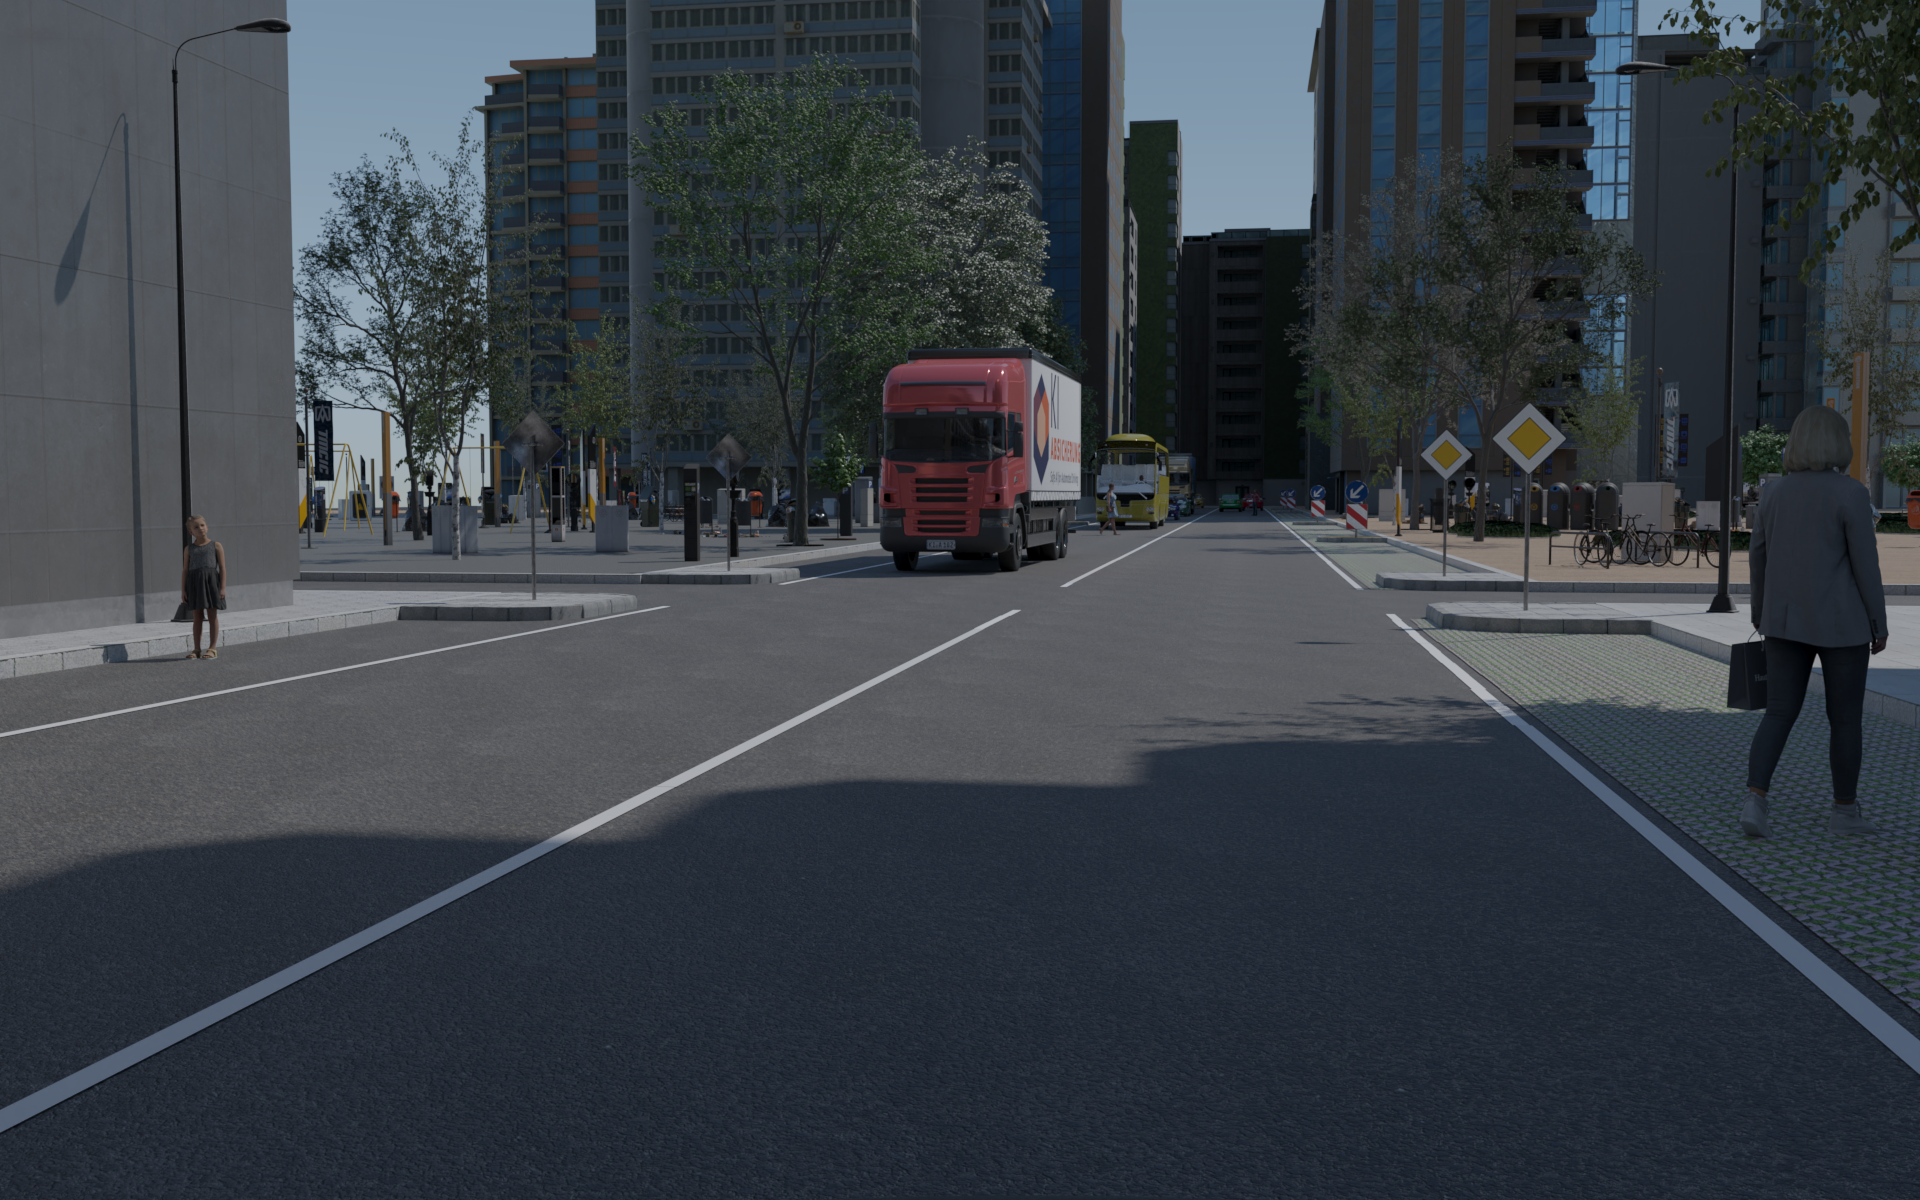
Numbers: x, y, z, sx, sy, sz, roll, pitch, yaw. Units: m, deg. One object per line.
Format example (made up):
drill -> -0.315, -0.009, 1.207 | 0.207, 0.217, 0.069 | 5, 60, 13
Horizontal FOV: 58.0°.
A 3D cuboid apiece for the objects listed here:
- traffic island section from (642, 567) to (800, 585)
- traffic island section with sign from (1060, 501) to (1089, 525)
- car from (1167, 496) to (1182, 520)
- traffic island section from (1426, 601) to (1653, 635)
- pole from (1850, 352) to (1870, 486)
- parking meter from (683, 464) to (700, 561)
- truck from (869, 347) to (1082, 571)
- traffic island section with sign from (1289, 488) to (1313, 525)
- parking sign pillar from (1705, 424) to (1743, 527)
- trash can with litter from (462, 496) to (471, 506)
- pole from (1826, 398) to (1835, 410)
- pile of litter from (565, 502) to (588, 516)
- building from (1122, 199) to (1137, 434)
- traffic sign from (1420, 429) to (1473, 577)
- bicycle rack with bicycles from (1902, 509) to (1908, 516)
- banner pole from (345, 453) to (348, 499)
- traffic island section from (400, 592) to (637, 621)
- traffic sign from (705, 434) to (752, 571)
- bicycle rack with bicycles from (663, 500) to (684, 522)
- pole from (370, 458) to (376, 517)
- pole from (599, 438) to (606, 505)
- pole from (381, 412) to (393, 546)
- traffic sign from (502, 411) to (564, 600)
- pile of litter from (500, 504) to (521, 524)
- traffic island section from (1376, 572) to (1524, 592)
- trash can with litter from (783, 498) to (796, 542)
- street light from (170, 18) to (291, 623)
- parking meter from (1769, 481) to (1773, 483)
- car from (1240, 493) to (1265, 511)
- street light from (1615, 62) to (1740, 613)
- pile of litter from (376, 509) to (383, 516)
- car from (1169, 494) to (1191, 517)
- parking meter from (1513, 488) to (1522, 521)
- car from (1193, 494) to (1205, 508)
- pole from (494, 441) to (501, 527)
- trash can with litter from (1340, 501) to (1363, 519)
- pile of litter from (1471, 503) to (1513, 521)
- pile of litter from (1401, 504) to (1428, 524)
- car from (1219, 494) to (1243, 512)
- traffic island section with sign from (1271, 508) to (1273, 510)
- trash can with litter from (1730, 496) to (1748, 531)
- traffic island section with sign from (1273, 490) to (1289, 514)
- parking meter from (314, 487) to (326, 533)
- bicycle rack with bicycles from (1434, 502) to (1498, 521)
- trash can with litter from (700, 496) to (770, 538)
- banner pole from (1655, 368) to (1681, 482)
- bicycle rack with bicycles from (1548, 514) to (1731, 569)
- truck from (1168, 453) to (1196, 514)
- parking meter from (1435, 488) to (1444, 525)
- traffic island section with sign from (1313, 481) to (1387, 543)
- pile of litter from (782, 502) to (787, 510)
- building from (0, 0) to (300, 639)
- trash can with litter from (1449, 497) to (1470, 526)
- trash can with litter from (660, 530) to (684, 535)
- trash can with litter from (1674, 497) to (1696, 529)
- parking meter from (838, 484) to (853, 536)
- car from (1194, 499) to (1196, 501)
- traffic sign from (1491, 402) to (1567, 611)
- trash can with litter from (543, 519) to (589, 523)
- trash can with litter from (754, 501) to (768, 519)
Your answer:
traffic island section -> -3.874, -0.403, 28.866 | 2.009, 0.180, 2.903 | 1, 4, 9
traffic island section with sign -> 4.943, -4.365, 79.998 | 1.989, 1.847, 2.006 | 1, 4, 9
car -> 11.255, -5.078, 95.604 | 1.945, 1.354, 3.894 | 1, 4, 8
traffic island section -> 6.254, 0.195, 19.094 | 2.009, 0.180, 2.903 | 1, 4, 9
pole -> 13.006, -1.911, 25.080 | 0.158, 3.312, 0.155 | 0, 3, 0
parking meter -> -5.118, -1.673, 33.058 | 0.255, 1.863, 0.399 | 0, 4, 1
truck -> 0.601, -2.855, 35.597 | 2.839, 4.237, 11.283 | 1, 4, 11
traffic island section with sign -> 16.286, -4.334, 79.492 | 1.989, 1.847, 2.006 | 1, 4, 9
parking sign pillar -> 29.817, -4.840, 67.612 | 1.447, 3.967, 1.447 | -3, 4, -37
trash can with litter -> -25.968, -4.805, 89.621 | 2.233, 1.210, 1.678 | -2, 4, -34
pole -> 18.529, -2.637, 36.951 | 0.158, 3.312, 0.155 | 0, 3, 0
pile of litter -> -22.753, -5.393, 102.134 | 1.719, 0.858, 1.176 | 0, 4, -5
building -> 10.429, -24.519, 172.593 | 14.107, 30.474, 14.160 | 1, 4, 9
traffic sign -> 7.536, -1.422, 26.898 | 0.795, 2.450, 0.064 | 1, 4, 9
bicycle rack with bicycles -> 42.790, -3.817, 75.795 | 2.925, 0.926, 2.852 | -2, 4, -35
banner pole -> -37.640, -7.117, 106.381 | 0.401, 3.779, 0.863 | -1, 4, -15
traffic island section -> -5.181, 0.079, 20.988 | 2.009, 0.180, 2.903 | 1, 4, 9
traffic sign -> -3.850, -1.539, 28.800 | 0.795, 2.450, 0.064 | 1, 4, 9
bicycle rack with bicycles -> -12.892, -4.126, 80.838 | 2.925, 0.926, 2.852 | -3, 5, -40
pole -> -33.551, -6.431, 98.989 | 0.158, 3.312, 0.155 | 0, 3, 0
pole -> -13.016, -4.231, 63.024 | 0.158, 3.312, 0.155 | 0, 3, 0
pole -> -14.290, -3.017, 43.176 | 0.158, 3.312, 0.155 | 0, 3, 0
traffic sign -> -5.156, -1.057, 20.922 | 0.795, 2.450, 0.064 | 1, 4, 9
pile of litter -> -19.997, -3.764, 75.512 | 1.719, 0.858, 1.176 | -1, 4, -15
traffic island section -> 7.561, -0.287, 26.972 | 2.009, 0.180, 2.903 | 1, 4, 9
trash can with litter -> -4.473, -2.118, 46.013 | 0.624, 1.170, 1.055 | -2, 4, -24
street light -> -7.222, -2.729, 17.163 | 1.470, 5.913, 1.316 | 1, 4, 9
parking meter -> 15.862, -1.539, 33.577 | 0.372, 1.533, 0.369 | 0, 3, 0
car -> 25.056, -8.515, 148.262 | 2.155, 1.783, 4.494 | 1, 4, 10
street light -> 7.750, -2.824, 18.720 | 1.470, 5.913, 1.316 | 1, 4, 9
pile of litter -> -33.526, -5.308, 100.754 | 1.176, 0.858, 1.719 | -3, 5, -44
car -> 13.750, -6.050, 110.722 | 2.131, 1.459, 4.920 | 1, 4, 11
parking meter -> 23.332, -3.916, 72.443 | 0.372, 1.533, 0.369 | 0, 3, 0
car -> 23.943, -10.153, 176.225 | 2.015, 1.641, 3.980 | 1, 4, 10
pole -> -17.797, -4.450, 66.595 | 0.158, 3.312, 0.155 | 0, 3, 0
trash can with litter -> 19.778, -4.661, 87.600 | 1.055, 1.170, 0.624 | 0, 4, -7
pile of litter -> 25.347, -4.148, 81.792 | 1.176, 0.858, 1.719 | -3, 5, -45
pile of litter -> 19.591, -3.714, 74.684 | 1.176, 0.858, 1.719 | 1, 4, 19
car -> 21.801, -7.985, 139.350 | 1.959, 1.807, 4.718 | 1, 4, 11
traffic island section with sign -> 28.717, -8.916, 154.404 | 1.989, 1.847, 2.006 | 1, 4, 9
trash can with litter -> 25.964, -2.845, 57.575 | 1.678, 1.210, 2.233 | 2, 4, 35
traffic island section with sign -> 24.242, -7.267, 127.444 | 1.989, 1.847, 2.006 | 1, 4, 9
parking meter -> -21.403, -3.028, 57.912 | 0.372, 1.533, 0.369 | 0, 3, 0
bicycle rack with bicycles -> 21.864, -3.735, 74.450 | 2.852, 0.926, 2.925 | 0, 4, 2
trash can with litter -> -6.847, -2.476, 51.532 | 2.233, 1.210, 1.678 | 0, 4, 3
banner pole -> 13.933, -2.705, 34.238 | 0.401, 3.779, 0.863 | -1, 4, -15
bicycle rack with bicycles -> 11.827, -1.068, 30.844 | 2.852, 0.926, 2.925 | -1, 4, -12
truck -> 15.137, -8.109, 121.501 | 2.839, 4.237, 11.283 | 1, 4, 10
parking meter -> 19.868, -3.873, 71.729 | 0.372, 1.533, 0.369 | 0, 3, 0
traffic island section with sign -> 11.653, -2.626, 51.564 | 1.989, 1.847, 2.006 | 1, 4, 9
pile of litter -> -9.580, -4.830, 92.941 | 1.176, 0.858, 1.719 | 3, 4, 38
building -> -23.258, -12.069, 16.400 | 30.058, 24.678, 14.314 | 1, 4, 9
trash can with litter -> 17.920, -3.144, 62.795 | 1.055, 1.170, 0.624 | 1, 4, 14
trash can with litter -> -8.424, -2.690, 55.035 | 2.233, 1.210, 1.678 | 1, 4, 17
trash can with litter -> 26.835, -3.214, 63.928 | 1.055, 1.170, 0.624 | 0, 4, -4
parking meter -> -3.490, -2.880, 52.795 | 0.399, 1.863, 0.255 | 0, 4, 8
car -> 17.605, -7.630, 137.113 | 2.083, 1.381, 4.827 | 1, 4, 9
traffic sign -> 6.230, -0.941, 19.020 | 0.795, 2.450, 0.064 | 1, 4, 9
trash can with litter -> -17.823, -4.113, 78.298 | 2.233, 1.210, 1.678 | 1, 4, 15
trash can with litter -> -10.092, -4.734, 88.785 | 1.055, 1.170, 0.624 | 1, 4, 12
